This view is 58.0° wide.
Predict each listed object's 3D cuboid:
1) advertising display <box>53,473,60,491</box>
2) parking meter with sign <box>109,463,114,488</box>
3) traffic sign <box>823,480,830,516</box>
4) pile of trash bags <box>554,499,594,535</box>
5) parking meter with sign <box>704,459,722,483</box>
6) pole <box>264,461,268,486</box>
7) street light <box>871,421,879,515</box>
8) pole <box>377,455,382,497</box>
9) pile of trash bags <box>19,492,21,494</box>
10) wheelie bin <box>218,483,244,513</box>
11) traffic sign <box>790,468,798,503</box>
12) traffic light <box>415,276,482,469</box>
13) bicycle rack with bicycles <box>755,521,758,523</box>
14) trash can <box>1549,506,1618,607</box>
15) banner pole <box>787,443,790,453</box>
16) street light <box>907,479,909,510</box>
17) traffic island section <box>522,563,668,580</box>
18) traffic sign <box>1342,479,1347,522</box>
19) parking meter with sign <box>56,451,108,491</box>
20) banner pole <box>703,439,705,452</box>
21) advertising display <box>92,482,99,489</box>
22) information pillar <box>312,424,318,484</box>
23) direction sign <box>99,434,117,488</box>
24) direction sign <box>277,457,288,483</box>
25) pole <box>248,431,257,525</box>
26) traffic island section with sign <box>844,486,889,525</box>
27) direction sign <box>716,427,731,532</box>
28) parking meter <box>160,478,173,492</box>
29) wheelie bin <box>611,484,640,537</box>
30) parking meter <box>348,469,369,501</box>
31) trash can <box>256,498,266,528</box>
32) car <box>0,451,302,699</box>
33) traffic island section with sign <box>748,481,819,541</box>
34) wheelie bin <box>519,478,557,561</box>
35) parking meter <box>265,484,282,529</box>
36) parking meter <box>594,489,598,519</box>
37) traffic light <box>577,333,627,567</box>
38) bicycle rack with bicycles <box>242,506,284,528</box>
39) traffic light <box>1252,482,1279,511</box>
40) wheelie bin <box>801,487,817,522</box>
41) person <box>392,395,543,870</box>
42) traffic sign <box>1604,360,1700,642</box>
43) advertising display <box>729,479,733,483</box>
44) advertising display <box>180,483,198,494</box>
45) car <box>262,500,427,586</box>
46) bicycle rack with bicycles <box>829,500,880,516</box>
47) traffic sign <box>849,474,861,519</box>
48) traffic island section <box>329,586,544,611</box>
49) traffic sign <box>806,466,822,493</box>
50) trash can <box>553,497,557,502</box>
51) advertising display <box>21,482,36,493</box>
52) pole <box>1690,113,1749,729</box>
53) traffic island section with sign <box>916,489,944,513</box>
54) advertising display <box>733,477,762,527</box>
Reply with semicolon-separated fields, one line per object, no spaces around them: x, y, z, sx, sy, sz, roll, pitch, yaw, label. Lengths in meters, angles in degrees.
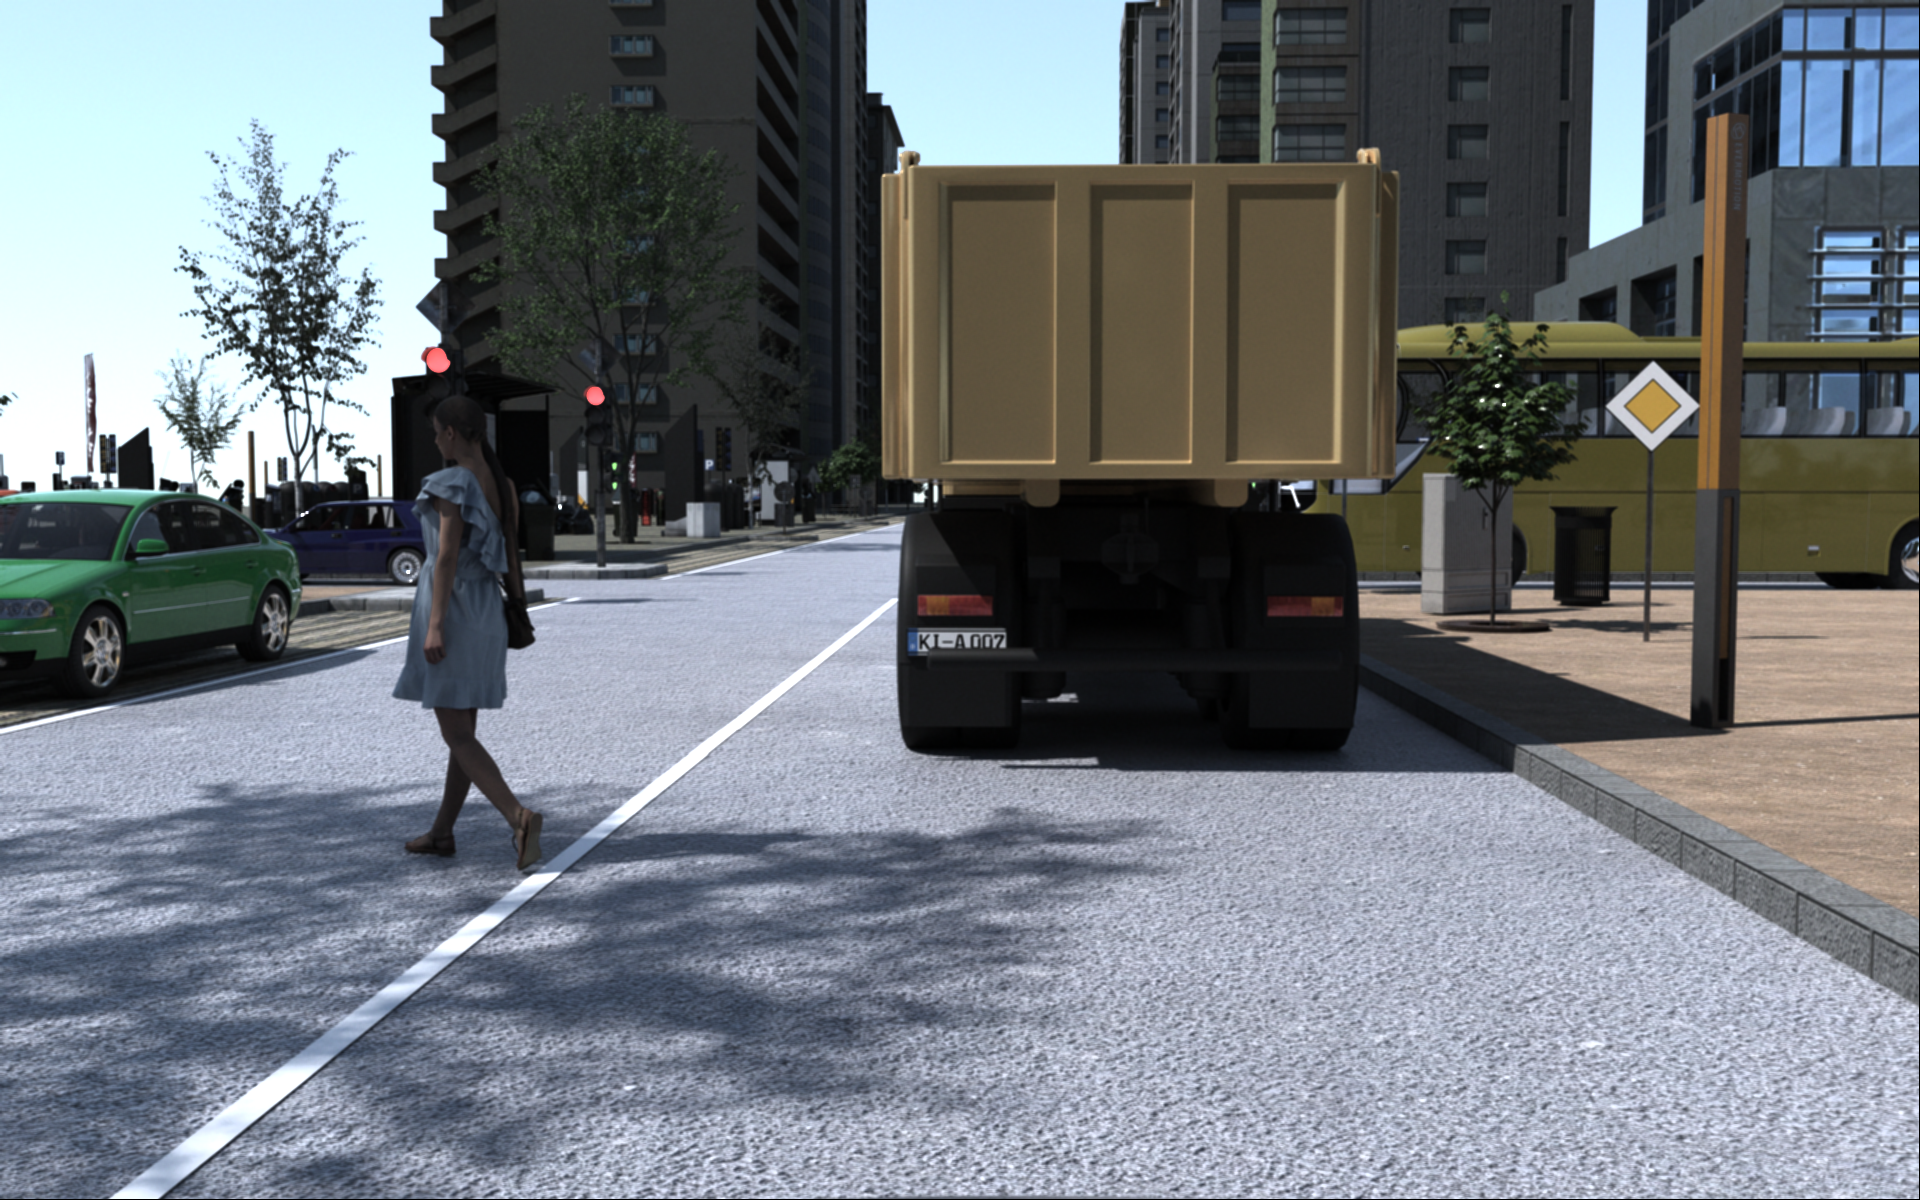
-27.910;-2.956;53.541;0.123;1.923;0.974;-1;4;-23;advertising display
-47.927;-6.197;97.578;0.543;3.016;1.738;-1;4;-18;parking meter with sign
-7.925;-6.132;100.372;0.768;2.556;0.104;1;4;8;traffic sign
-13.350;-2.732;54.417;3.447;1.369;1.912;-2;4;-32;pile of trash bags
-12.375;-5.598;87.784;0.543;3.016;1.738;1;4;13;parking meter with sign
-42.477;-6.863;106.053;0.158;3.312;0.155;0;3;0;pole
-5.192;-8.216;107.118;0.468;5.910;1.993;0;4;2;street light
-29.918;-5.840;89.327;0.158;3.312;0.155;0;3;0;pole
-18.717;-1.660;36.895;3.447;1.369;1.912;-1;4;-13;pile of trash bags
-20.593;-2.511;48.957;0.693;1.594;0.980;-2;4;-23;wheelie bin
-8.204;-5.110;83.647;0.768;2.556;0.104;0;4;8;traffic sign
-6.599;-2.043;22.321;0.839;4.253;0.868;0;4;2;traffic light
-10.127;-3.812;75.708;2.925;0.926;2.852;-2;4;-28;bicycle rack with bicycles
7.141;-0.503;19.873;0.748;1.137;0.748;0;3;0;trash can
-8.418;-5.802;84.884;0.401;3.779;0.863;-1;4;-13;banner pole
-4.103;-9.994;136.194;0.468;5.910;1.993;0;4;2;street light
-6.317;-0.499;30.435;2.009;0.180;2.903;0;4;2;traffic island section
5.038;-1.258;22.706;0.606;2.300;0.079;1;4;12;traffic sign
-36.040;-4.574;71.047;1.738;3.016;0.543;0;4;-1;parking meter with sign
-11.895;-5.441;78.972;0.863;3.779;0.401;1;4;22;banner pole
-45.991;-5.311;92.042;0.123;1.923;0.974;0;4;-6;advertising display
-21.587;-4.076;57.995;0.183;3.616;0.504;-2;4;-31;information pillar
-32.277;-4.506;65.674;0.876;3.537;0.379;2;4;26;direction sign
-41.459;-6.974;106.028;0.876;3.537;0.379;2;4;31;direction sign
-22.852;-3.796;55.907;0.158;3.312;0.155;0;3;0;pole
-4.319;-4.376;80.168;1.989;1.847;2.006;0;4;2;traffic island section with sign
-8.043;-4.095;58.954;0.379;3.537;0.876;2;4;26;direction sign
-28.086;-3.401;61.321;0.399;1.863;0.255;-1;4;-22;parking meter
-10.032;-2.697;52.007;0.693;1.594;0.980;-3;5;-39;wheelie bin
-12.868;-1.918;37.074;0.399;1.863;0.255;-1;4;-16;parking meter
-26.319;-3.295;65.522;0.748;1.137;0.748;0;3;0;trash can
-6.800;-0.287;13.486;1.959;1.807;4.718;0;4;2;car
-5.395;-2.728;53.234;1.989;1.847;2.006;0;4;2;traffic island section with sign
-8.120;-1.557;33.365;0.693;1.594;0.980;-1;4;-13;wheelie bin
-17.080;-2.122;43.100;0.372;1.533;0.369;0;3;0;parking meter
-19.011;-5.050;90.974;0.372;1.533;0.369;0;3;0;parking meter
-6.278;-2.531;30.299;0.839;4.253;0.868;0;4;2;traffic light
-21.351;-2.334;51.538;2.852;0.926;2.925;-2;4;-31;bicycle rack with bicycles
3.954;-2.018;21.913;0.839;4.253;0.868;0;4;2;traffic light
-6.943;-4.370;79.357;0.693;1.594;0.980;-1;4;-15;wheelie bin
-1.875;0.113;6.747;0.778;1.811;0.616;2;4;32;person
5.959;-0.843;14.972;0.795;2.450;0.064;1;4;10;traffic sign
-9.577;-4.126;72.676;0.123;1.923;0.974;-1;4;-14;advertising display
-45.363;-5.914;101.901;0.974;1.923;0.123;-1;4;-13;advertising display
-9.833;-0.926;27.727;3.894;1.354;1.945;0;4;3;car
-6.627;-5.525;103.719;2.925;0.926;2.852;2;4;29;bicycle rack with bicycles
-5.486;-5.405;90.494;0.606;2.300;0.079;1;4;9;traffic sign
-6.639;-0.011;22.457;2.009;0.180;2.903;0;4;2;traffic island section
-6.800;-4.902;80.147;0.884;2.594;0.081;1;4;11;traffic sign
-17.514;-3.866;74.860;0.748;1.137;0.748;0;3;0;trash can
-48.547;-5.203;90.286;0.123;1.923;0.974;0;4;7;advertising display
4.143;-0.954;9.443;0.158;3.312;0.155;0;3;0;pole
-2.305;-7.436;130.201;1.989;1.847;2.006;0;4;2;traffic island section with sign
-8.201;-3.795;67.264;0.974;1.923;0.123;0;4;2;advertising display
